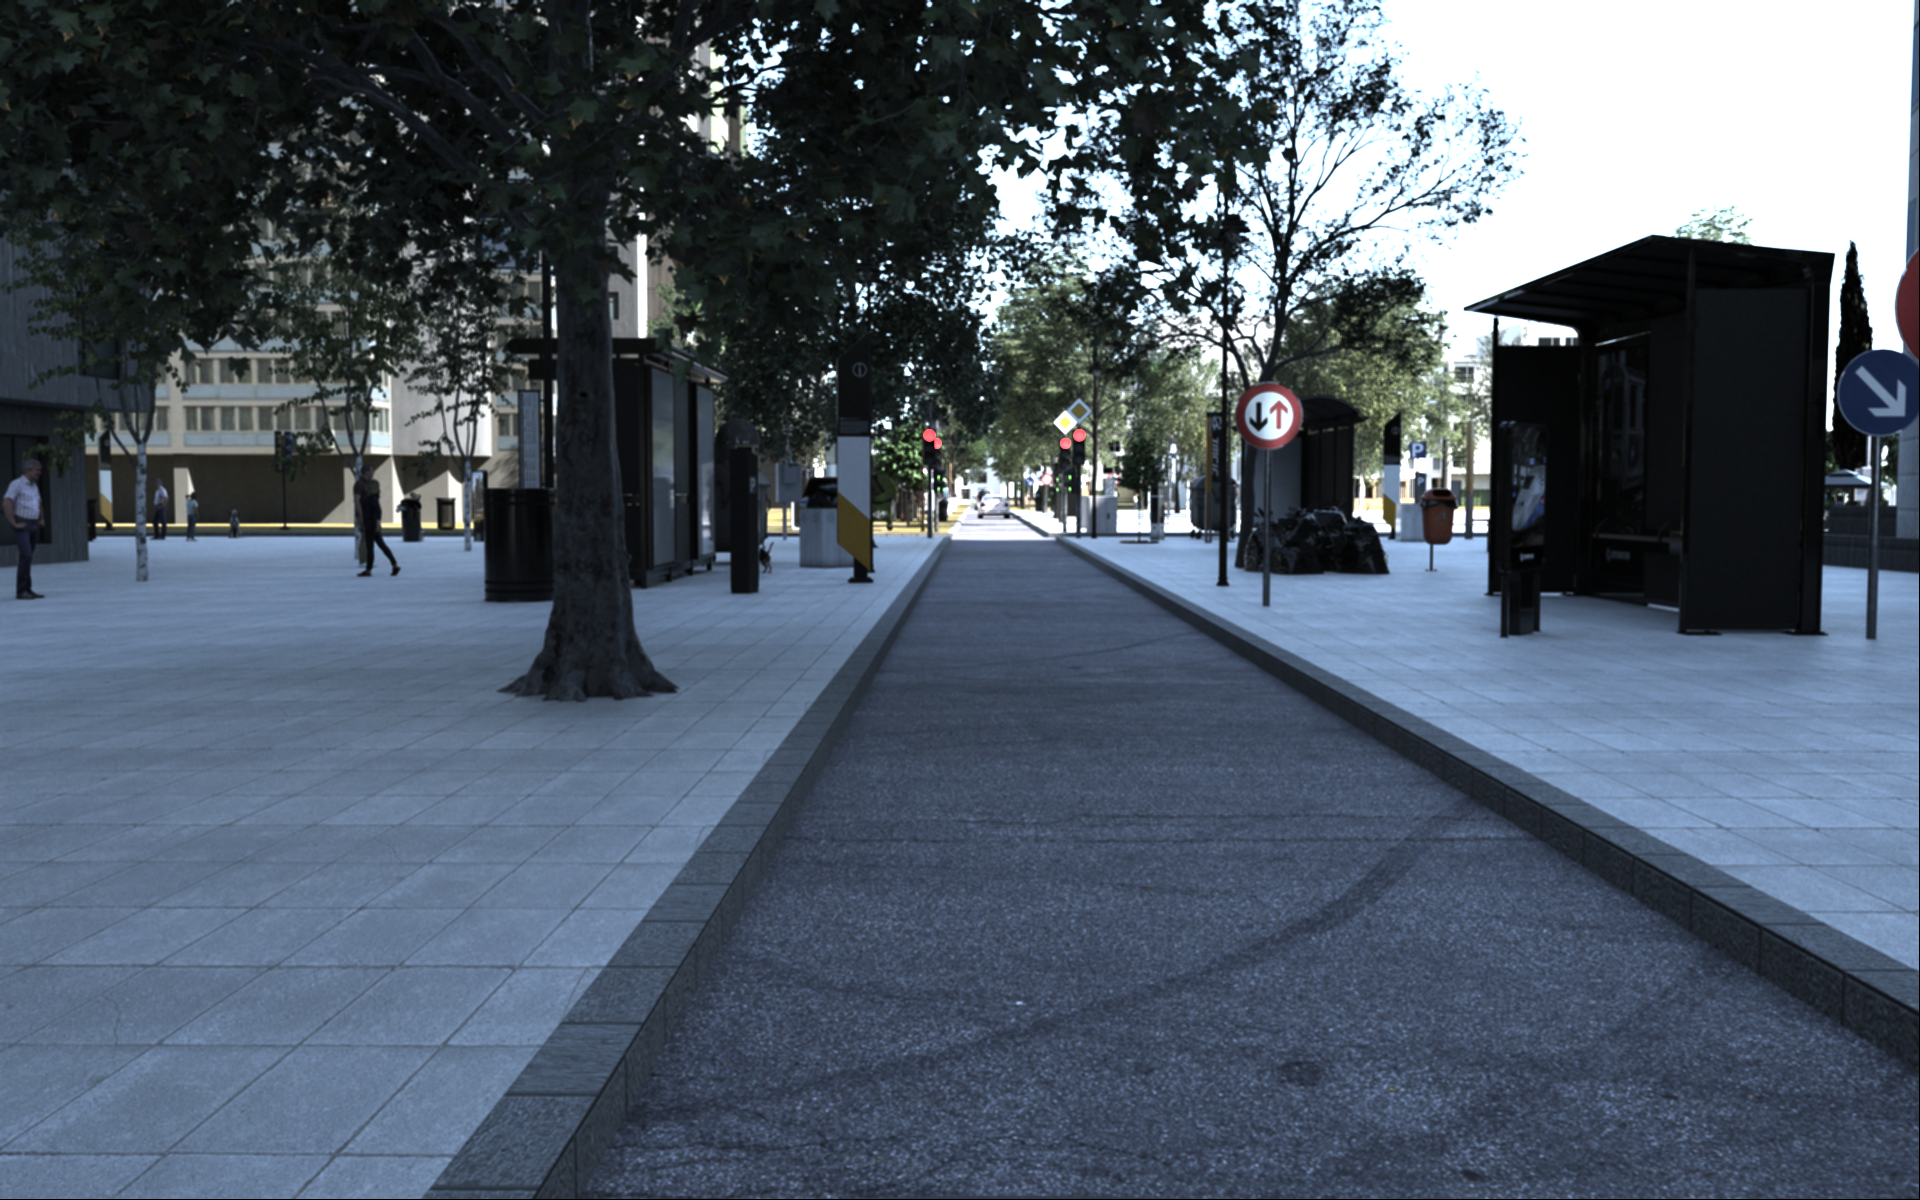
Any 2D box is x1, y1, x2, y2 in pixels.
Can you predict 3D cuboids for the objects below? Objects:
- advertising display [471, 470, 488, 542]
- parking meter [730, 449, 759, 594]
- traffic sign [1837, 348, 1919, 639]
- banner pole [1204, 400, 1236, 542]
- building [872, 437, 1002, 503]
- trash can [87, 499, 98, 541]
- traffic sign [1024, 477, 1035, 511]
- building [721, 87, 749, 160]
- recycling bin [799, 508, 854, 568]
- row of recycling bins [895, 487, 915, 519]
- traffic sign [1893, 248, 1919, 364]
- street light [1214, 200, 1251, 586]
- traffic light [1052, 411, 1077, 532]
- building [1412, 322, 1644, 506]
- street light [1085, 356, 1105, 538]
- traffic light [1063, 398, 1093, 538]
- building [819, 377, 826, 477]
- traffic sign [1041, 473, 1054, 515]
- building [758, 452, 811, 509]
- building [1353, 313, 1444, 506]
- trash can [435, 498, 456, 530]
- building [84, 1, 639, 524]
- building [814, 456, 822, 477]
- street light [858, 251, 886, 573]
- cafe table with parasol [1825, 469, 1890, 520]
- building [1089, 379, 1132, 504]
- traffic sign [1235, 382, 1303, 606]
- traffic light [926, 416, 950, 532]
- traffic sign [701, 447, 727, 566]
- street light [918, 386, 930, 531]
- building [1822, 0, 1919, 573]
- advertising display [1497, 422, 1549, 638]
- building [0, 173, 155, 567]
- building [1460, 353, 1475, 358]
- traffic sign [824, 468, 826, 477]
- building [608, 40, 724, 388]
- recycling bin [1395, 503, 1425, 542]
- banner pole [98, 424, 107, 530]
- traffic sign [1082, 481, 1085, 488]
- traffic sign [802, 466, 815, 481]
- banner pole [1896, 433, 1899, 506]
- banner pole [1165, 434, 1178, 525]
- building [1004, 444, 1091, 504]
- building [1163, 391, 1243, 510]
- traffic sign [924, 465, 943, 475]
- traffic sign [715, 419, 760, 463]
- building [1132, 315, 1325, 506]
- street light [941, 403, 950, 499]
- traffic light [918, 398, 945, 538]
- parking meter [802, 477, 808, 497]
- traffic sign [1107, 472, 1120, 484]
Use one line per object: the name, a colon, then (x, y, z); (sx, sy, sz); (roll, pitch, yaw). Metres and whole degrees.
advertising display: (-13.004, -2.549, 46.897); (0.123, 1.923, 0.974); (-2, 4, -35)
parking meter: (-2.797, -1.025, 22.478); (0.255, 1.863, 0.399); (1, 4, 17)
traffic sign: (8.077, -0.928, 15.276); (0.768, 2.556, 0.104); (0, 4, 2)
banner pole: (6.988, -3.454, 46.489); (0.863, 3.779, 0.401); (1, 4, 15)
building: (-8.207, -17.987, 236.234); (28.070, 9.664, 9.099); (0, 4, 1)
trash can: (-23.810, -2.164, 47.027); (0.748, 1.137, 0.748); (0, 3, 0)
traffic sign: (5.165, -7.871, 128.790); (0.768, 2.556, 0.104); (1, 4, 10)
building: (-22.092, -21.131, 117.198); (14.160, 30.474, 14.107); (0, 4, 1)
recycling bin: (-2.344, -1.098, 30.513); (0.722, 1.027, 0.722); (-3, 5, -41)
row of recycling bins: (-2.819, -5.010, 89.021); (1.069, 1.692, 3.534); (0, 4, -1)
traffic sign: (4.771, -0.493, 8.168); (0.768, 2.556, 0.104); (1, 4, 9)
street light: (3.680, -3.137, 24.078); (0.468, 5.910, 1.993); (0, 4, 1)
traffic light: (3.525, -4.252, 58.441); (0.839, 4.253, 0.868); (0, 4, 1)
building: (66.235, -19.588, 186.728); (31.486, 18.905, 16.747); (0, 4, 1)
street light: (3.890, -4.728, 50.088); (0.468, 5.910, 1.993); (0, 4, 1)
traffic light: (3.441, -3.764, 50.457); (0.839, 4.253, 0.868); (0, 4, 1)
building: (-30.721, -19.681, 188.241); (31.486, 18.905, 16.747); (0, 4, 1)
traffic sign: (5.331, -6.468, 105.862); (0.768, 2.556, 0.104); (0, 4, 3)
building: (-28.304, -18.759, 150.685); (27.936, 21.610, 32.646); (0, 4, 1)
building: (44.704, -20.243, 187.396); (11.380, 20.091, 16.016); (0, 4, 1)
trash can: (-18.378, -3.076, 61.938); (0.748, 1.137, 0.748); (0, 3, 0)
building: (-31.285, -23.978, 83.921); (32.217, 40.220, 23.993); (0, 4, 1)
building: (-22.067, -19.341, 172.639); (16.016, 20.091, 11.380); (0, 4, 1)
street light: (-1.477, -3.386, 28.157); (0.468, 5.910, 1.993); (0, 4, 1)
cafe table with parasol: (24.549, -2.647, 48.136); (2.610, 1.966, 2.610); (0, 4, 7)
building: (33.331, -22.854, 240.120); (31.486, 18.905, 16.747); (0, 4, 1)
traffic sign: (3.510, -1.203, 19.772); (0.768, 2.556, 0.104); (0, 4, 4)
traffic light: (-0.776, -4.254, 58.471); (0.839, 4.253, 0.868); (0, 4, 1)
traffic sign: (-4.574, -1.881, 30.751); (0.884, 2.594, 0.081); (0, 4, 5)
street light: (-1.271, -5.289, 59.259); (0.468, 5.910, 1.993); (0, 4, 1)
building: (25.123, -29.284, 20.800); (21.231, 58.520, 28.212); (0, 4, 1)
advertising display: (5.135, -0.648, 15.803); (0.123, 1.923, 0.974); (3, 4, 37)
building: (-22.750, -15.753, 29.265); (14.107, 30.474, 14.160); (0, 4, 1)
building: (66.199, -23.401, 239.030); (11.380, 20.091, 16.016); (0, 4, 1)
traffic sign: (-5.506, -4.561, 74.673); (0.768, 2.556, 0.104); (1, 4, 10)
building: (-21.993, -25.639, 102.798); (14.154, 41.232, 14.086); (0, 4, 1)
recycling bin: (12.234, -2.103, 46.931); (0.722, 1.027, 0.722); (0, 4, 1)
banner pole: (-30.868, -4.432, 62.487); (0.863, 3.779, 0.401); (3, 5, 40)
traffic sign: (9.138, -7.881, 130.984); (0.606, 2.300, 0.079); (0, 4, 1)
traffic sign: (-5.616, -3.764, 63.668); (0.606, 2.300, 0.079); (0, 4, 7)
banner pole: (27.418, -3.701, 50.523); (0.401, 3.779, 0.863); (3, 5, 39)
banner pole: (8.804, -5.024, 72.155); (0.401, 3.779, 0.863); (3, 5, 43)
building: (11.885, -23.395, 238.923); (11.380, 20.091, 16.016); (0, 4, 1)
building: (23.434, -12.706, 149.893); (9.099, 9.664, 28.070); (0, 4, 1)
traffic sign: (-1.023, -3.869, 62.995); (0.795, 2.593, 0.064); (0, 4, 7)
traffic sign: (-3.786, -1.794, 29.432); (0.768, 2.556, 0.104); (0, 4, 4)
building: (27.907, -19.133, 179.289); (16.747, 18.905, 31.486); (0, 4, 1)
street light: (-0.894, -6.910, 85.762); (0.468, 5.910, 1.993); (0, 4, 1)
traffic light: (-0.860, -3.765, 50.486); (0.839, 4.253, 0.868); (0, 4, 1)
parking meter: (-5.362, -3.297, 59.611); (0.255, 1.863, 0.399); (0, 4, 4)
traffic sign: (8.935, -6.143, 100.549); (0.768, 2.556, 0.104); (0, 4, 1)
